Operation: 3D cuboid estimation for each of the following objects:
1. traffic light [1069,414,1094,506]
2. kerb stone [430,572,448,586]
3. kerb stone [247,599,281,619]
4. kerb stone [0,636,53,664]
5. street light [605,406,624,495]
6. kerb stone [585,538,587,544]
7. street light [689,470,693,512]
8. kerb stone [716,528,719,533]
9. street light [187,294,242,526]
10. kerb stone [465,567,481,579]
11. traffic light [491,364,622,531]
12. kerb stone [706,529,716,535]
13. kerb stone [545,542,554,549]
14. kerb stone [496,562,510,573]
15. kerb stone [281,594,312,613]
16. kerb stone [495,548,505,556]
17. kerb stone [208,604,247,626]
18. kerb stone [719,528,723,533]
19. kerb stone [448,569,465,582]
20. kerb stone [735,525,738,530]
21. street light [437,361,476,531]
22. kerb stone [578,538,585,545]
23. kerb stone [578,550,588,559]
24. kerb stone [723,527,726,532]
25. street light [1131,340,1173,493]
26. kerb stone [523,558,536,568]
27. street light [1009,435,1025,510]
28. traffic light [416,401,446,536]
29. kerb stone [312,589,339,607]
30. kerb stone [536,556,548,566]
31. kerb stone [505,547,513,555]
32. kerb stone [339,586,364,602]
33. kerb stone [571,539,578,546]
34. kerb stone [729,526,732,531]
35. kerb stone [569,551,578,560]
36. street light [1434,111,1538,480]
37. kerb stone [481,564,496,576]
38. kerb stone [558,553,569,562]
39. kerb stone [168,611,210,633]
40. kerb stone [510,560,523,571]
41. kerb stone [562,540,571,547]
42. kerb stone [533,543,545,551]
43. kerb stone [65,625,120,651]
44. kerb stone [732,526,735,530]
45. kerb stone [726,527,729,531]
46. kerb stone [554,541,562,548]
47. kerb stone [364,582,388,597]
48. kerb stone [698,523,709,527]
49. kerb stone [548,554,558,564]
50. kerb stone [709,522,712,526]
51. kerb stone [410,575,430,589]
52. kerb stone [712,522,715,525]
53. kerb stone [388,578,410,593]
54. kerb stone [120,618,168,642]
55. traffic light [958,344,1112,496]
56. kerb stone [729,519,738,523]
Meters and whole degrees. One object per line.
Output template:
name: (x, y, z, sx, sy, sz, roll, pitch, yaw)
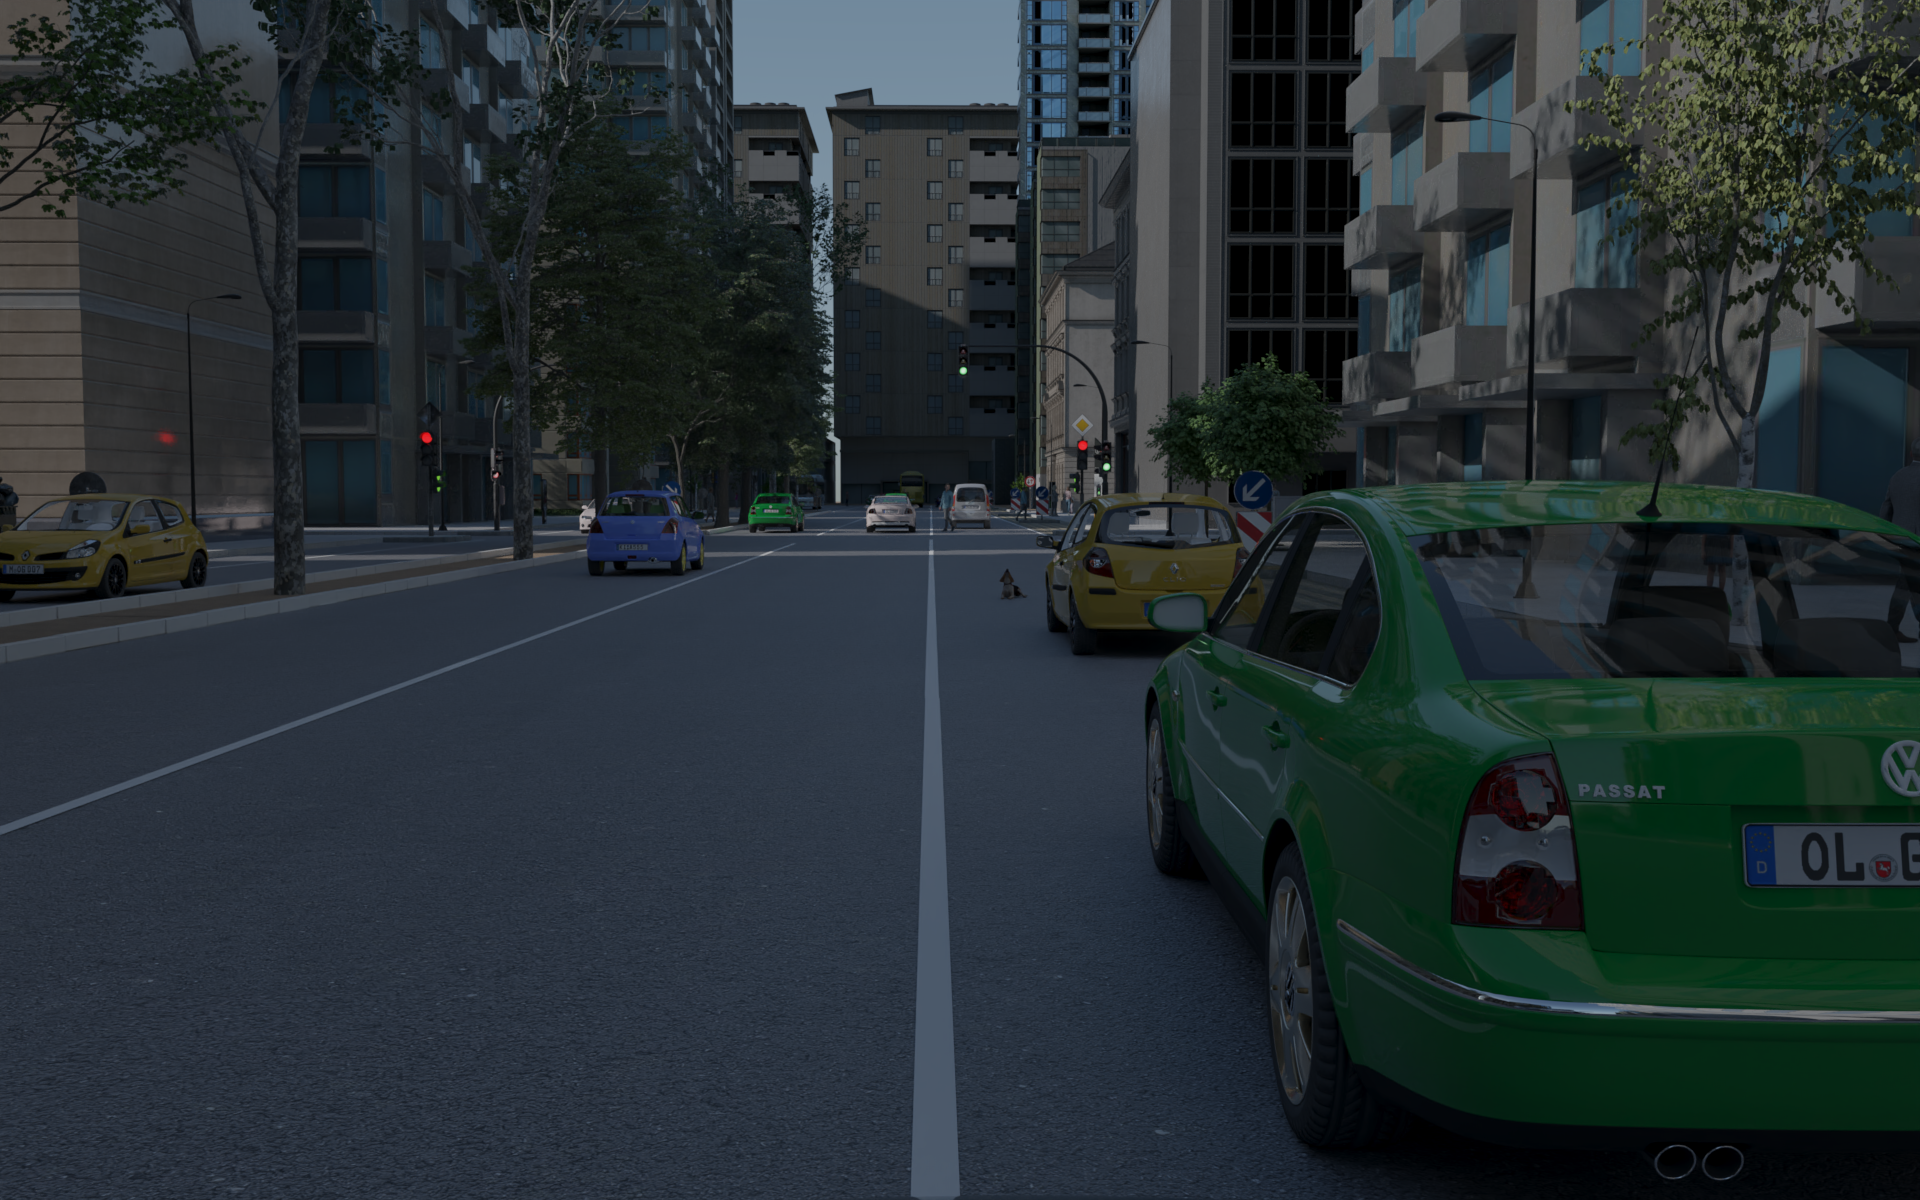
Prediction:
traffic light: (4.272, -4.400, 60.862, 0.839, 4.253, 0.868, 0, 4, -1)
kerb stone: (-8.358, -0.322, 27.482, 0.120, 0.150, 1.000, 0, 4, -1)
kerb stone: (-8.243, 0.116, 20.308, 0.120, 0.150, 1.000, 0, 4, -1)
kerb stone: (-8.157, 0.432, 15.196, 0.120, 0.150, 1.000, 0, 4, -1)
street light: (-18.234, -7.285, 91.643, 1.470, 5.913, 1.316, 0, 4, -1)
kerb stone: (-10.837, -1.698, 49.960, 0.120, 0.150, 1.000, 0, 4, -1)
street light: (-18.720, -9.255, 123.862, 1.470, 5.913, 1.316, 0, 4, -1)
kerb stone: (-8.954, -2.481, 62.827, 0.120, 0.150, 1.000, 0, 4, -1)
street light: (-17.361, -4.146, 40.328, 1.470, 5.913, 1.316, 0, 4, -1)
kerb stone: (-8.400, -0.449, 29.539, 0.120, 0.150, 1.000, 0, 4, -1)
traffic light: (-14.096, -5.254, 60.578, 4.771, 5.953, 1.251, 0, 4, -1)
kerb stone: (-8.927, -2.423, 61.804, 0.120, 0.150, 1.000, 0, 4, -1)
kerb stone: (-10.750, -1.386, 44.849, 0.120, 0.150, 1.000, 0, 4, -1)
kerb stone: (-8.436, -0.574, 31.592, 0.120, 0.150, 1.000, 0, 4, -1)
kerb stone: (-8.253, 0.053, 21.334, 0.120, 0.150, 1.000, 0, 4, -1)
kerb stone: (-10.670, -1.072, 39.722, 0.120, 0.150, 1.000, 0, 4, -1)
kerb stone: (-8.225, 0.178, 19.284, 0.120, 0.150, 1.000, 0, 4, -1)
kerb stone: (-8.968, -2.543, 63.855, 0.120, 0.150, 1.000, 0, 4, -1)
kerb stone: (-8.377, -0.386, 28.506, 0.120, 0.150, 1.000, 0, 4, -1)
kerb stone: (-9.056, -2.863, 68.997, 0.120, 0.150, 1.000, 0, 4, -1)
street light: (-17.540, -5.372, 60.376, 1.470, 5.913, 1.316, 0, 4, -1)
kerb stone: (-10.821, -1.634, 48.938, 0.120, 0.150, 1.000, 0, 4, -1)
kerb stone: (-8.546, -1.014, 38.772, 0.120, 0.150, 1.000, 0, 4, -1)
kerb stone: (-8.989, -2.611, 64.885, 0.120, 0.150, 1.000, 0, 4, -1)
street light: (5.851, -4.888, 52.462, 1.470, 5.913, 1.316, 0, 4, -1)
kerb stone: (-8.469, -0.700, 33.644, 0.120, 0.150, 1.000, 0, 4, -1)
street light: (4.543, -9.999, 136.024, 1.470, 5.913, 1.316, 0, 4, -1)
traffic light: (-16.054, -3.890, 52.524, 0.839, 4.253, 0.868, 0, 4, -1)
kerb stone: (-8.279, -0.010, 22.361, 0.120, 0.150, 1.000, 0, 4, -1)
kerb stone: (-8.479, -0.762, 34.673, 0.120, 0.150, 1.000, 0, 4, -1)
kerb stone: (-10.685, -1.134, 40.744, 0.120, 0.150, 1.000, 0, 4, -1)
kerb stone: (-8.300, -0.073, 23.382, 0.120, 0.150, 1.000, 0, 4, -1)
kerb stone: (-10.804, -1.571, 47.917, 0.120, 0.150, 1.000, 0, 4, -1)
kerb stone: (-9.020, -2.737, 66.944, 0.120, 0.150, 1.000, 0, 4, -1)
kerb stone: (-8.537, -0.946, 37.741, 0.120, 0.150, 1.000, 0, 4, -1)
street light: (6.454, -2.976, 21.194, 1.470, 5.913, 1.316, 0, 4, -1)
kerb stone: (-8.414, -0.512, 30.565, 0.120, 0.150, 1.000, 0, 4, -1)
kerb stone: (-8.517, -0.888, 36.718, 0.120, 0.150, 1.000, 0, 4, -1)
kerb stone: (-8.205, 0.248, 18.263, 0.120, 0.150, 1.000, 0, 4, -1)
kerb stone: (-8.452, -0.637, 32.614, 0.120, 0.150, 1.000, 0, 4, -1)
kerb stone: (-10.779, -1.511, 46.895, 0.120, 0.150, 1.000, 0, 4, -1)
kerb stone: (-10.737, -1.323, 43.827, 0.120, 0.150, 1.000, 0, 4, -1)
kerb stone: (-8.182, 0.366, 16.218, 0.120, 0.150, 1.000, 0, 4, -1)
kerb stone: (-9.038, -2.799, 67.969, 0.120, 0.150, 1.000, 0, 4, -1)
kerb stone: (-9.002, -2.674, 65.922, 0.120, 0.150, 1.000, 0, 4, -1)
kerb stone: (-10.771, -1.448, 45.873, 0.120, 0.150, 1.000, 0, 4, -1)
kerb stone: (-8.318, -0.131, 24.404, 0.120, 0.150, 1.000, 0, 4, -1)
kerb stone: (-11.270, -3.298, 76.117, 0.120, 0.150, 1.000, 0, 4, -1)
kerb stone: (-8.504, -0.826, 35.694, 0.120, 0.150, 1.000, 0, 4, -1)
kerb stone: (-11.287, -3.360, 77.140, 0.120, 0.150, 1.000, 0, 4, -1)
kerb stone: (-8.349, -0.260, 26.460, 0.120, 0.150, 1.000, 0, 4, -1)
kerb stone: (-11.311, -3.415, 78.163, 0.120, 0.150, 1.000, 0, 4, -1)
kerb stone: (-8.332, -0.198, 25.429, 0.120, 0.150, 1.000, 0, 4, -1)
kerb stone: (-8.195, 0.306, 17.240, 0.120, 0.150, 1.000, 0, 4, -1)
traffic light: (2.314, -4.773, 52.702, 4.771, 5.953, 1.251, 0, 4, -1)
kerb stone: (-11.465, -3.988, 87.392, 0.120, 0.150, 1.000, 0, 4, -1)
